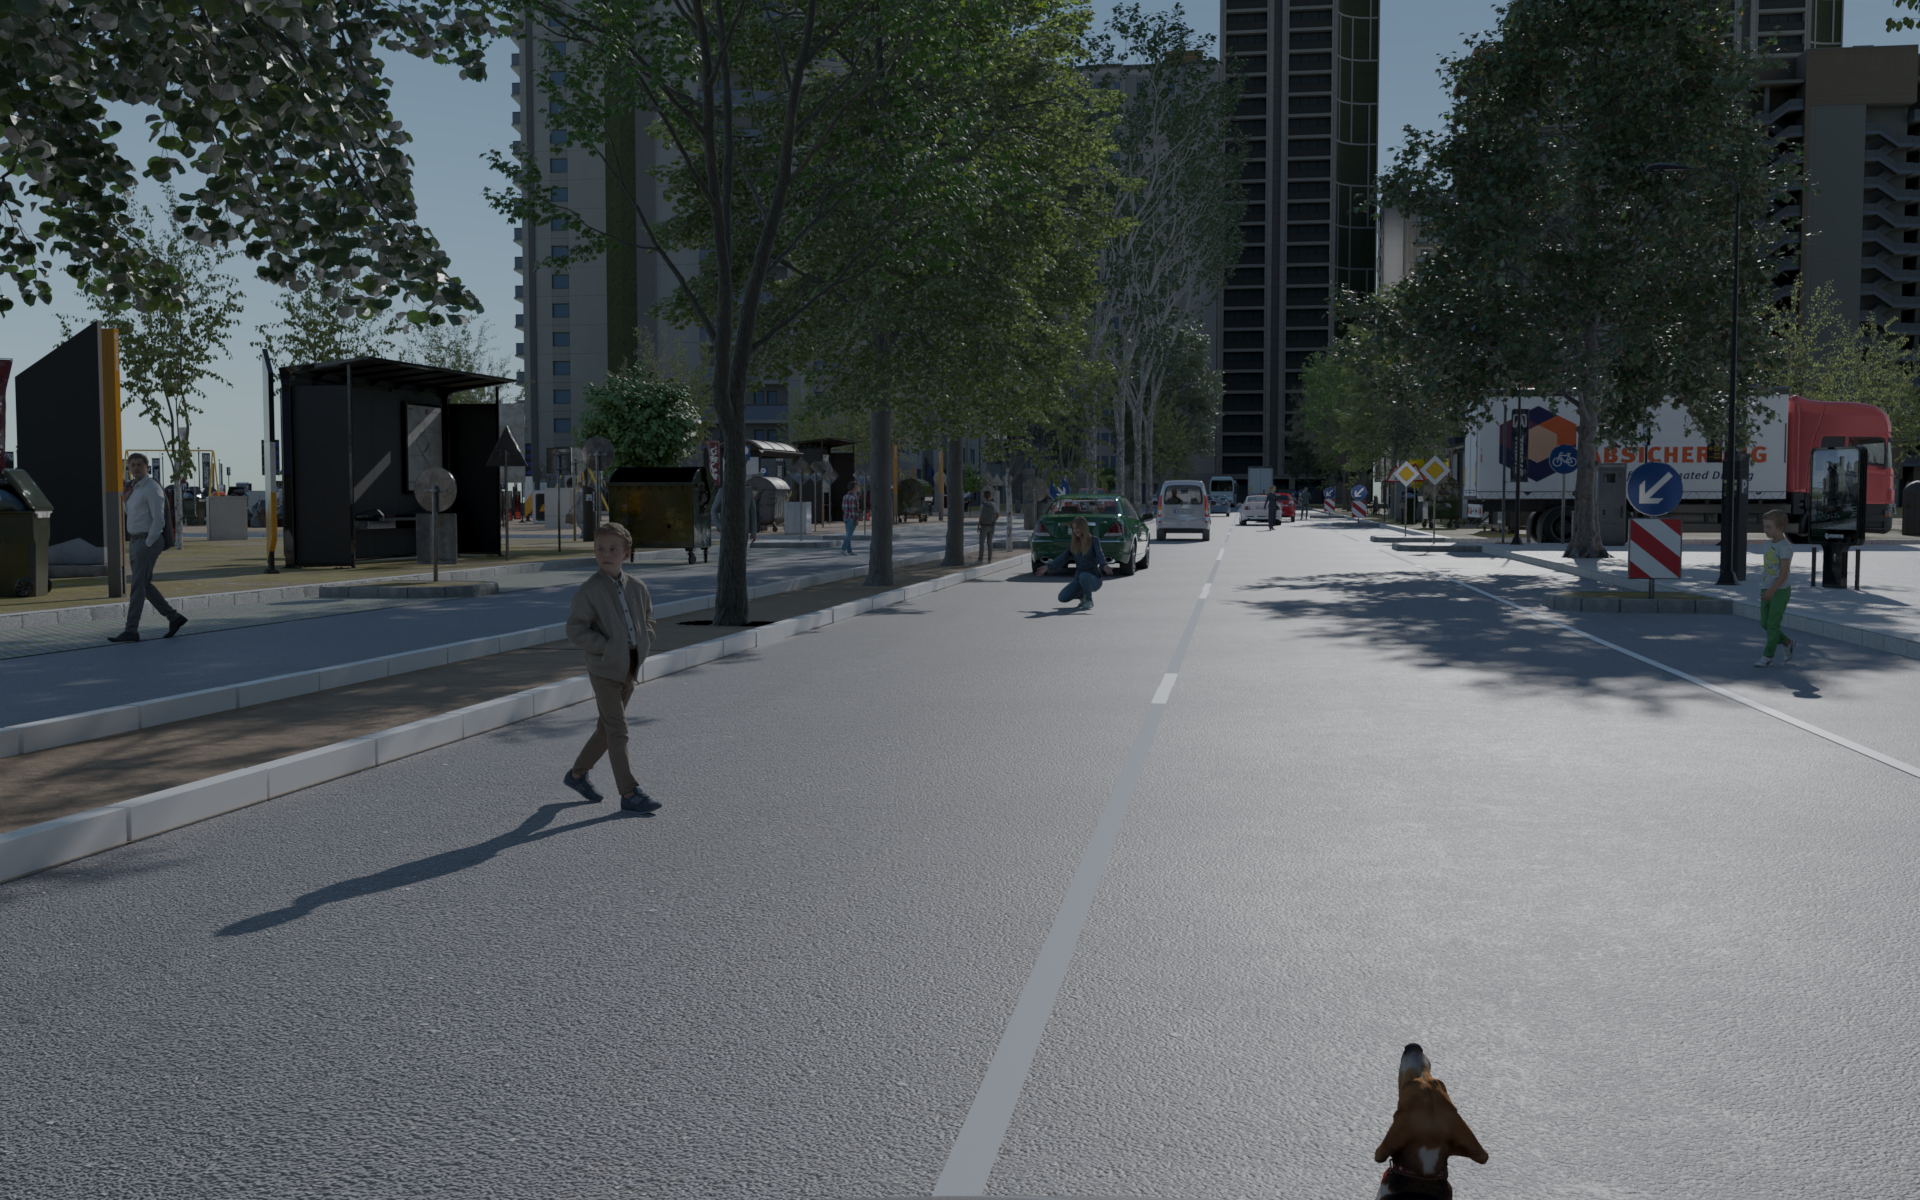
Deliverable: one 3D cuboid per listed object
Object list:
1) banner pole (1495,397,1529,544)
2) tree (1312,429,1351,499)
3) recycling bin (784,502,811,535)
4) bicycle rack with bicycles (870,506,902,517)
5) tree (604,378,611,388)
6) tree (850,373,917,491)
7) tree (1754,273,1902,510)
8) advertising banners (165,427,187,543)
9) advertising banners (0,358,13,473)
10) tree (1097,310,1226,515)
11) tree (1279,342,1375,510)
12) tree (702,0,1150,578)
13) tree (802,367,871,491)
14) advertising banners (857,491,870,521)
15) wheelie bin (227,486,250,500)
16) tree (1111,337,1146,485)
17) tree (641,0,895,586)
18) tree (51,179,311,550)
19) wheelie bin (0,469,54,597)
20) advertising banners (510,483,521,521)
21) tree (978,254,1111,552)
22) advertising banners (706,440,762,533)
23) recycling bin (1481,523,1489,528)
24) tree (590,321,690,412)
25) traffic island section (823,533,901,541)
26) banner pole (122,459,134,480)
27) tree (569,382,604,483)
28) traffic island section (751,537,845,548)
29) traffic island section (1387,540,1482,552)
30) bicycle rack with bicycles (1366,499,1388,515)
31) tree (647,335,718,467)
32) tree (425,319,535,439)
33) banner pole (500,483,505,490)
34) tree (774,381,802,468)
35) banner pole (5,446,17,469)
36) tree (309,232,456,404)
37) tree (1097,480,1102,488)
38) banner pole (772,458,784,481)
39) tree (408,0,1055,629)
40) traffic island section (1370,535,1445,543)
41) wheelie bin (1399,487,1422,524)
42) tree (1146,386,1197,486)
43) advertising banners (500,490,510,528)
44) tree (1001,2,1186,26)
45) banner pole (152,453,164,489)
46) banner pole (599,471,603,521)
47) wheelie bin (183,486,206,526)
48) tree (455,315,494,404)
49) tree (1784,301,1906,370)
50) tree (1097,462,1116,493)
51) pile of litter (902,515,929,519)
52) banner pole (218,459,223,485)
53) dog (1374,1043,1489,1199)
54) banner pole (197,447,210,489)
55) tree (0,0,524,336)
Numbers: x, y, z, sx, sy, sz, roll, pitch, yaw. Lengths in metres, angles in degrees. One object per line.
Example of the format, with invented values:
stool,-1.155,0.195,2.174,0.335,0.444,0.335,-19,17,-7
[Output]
banner pole,14.283,-3.346,44.727,0.863,3.779,0.401,0,4,-2
tree,34.247,-12.723,158.387,4.737,8.622,4.395,0,3,0
recycling bin,-5.166,-2.608,55.194,0.722,1.027,0.722,1,4,9
bicycle rack with bicycles,-4.163,-5.241,99.074,2.852,0.926,2.925,3,5,41
tree,-15.491,-8.603,91.018,4.737,8.622,4.395,0,3,0
tree,-3.598,-8.338,86.685,4.360,8.622,3.978,0,3,0
tree,28.354,-6.623,58.644,4.360,8.622,3.978,0,3,0
advertising banners,-20.853,-3.033,45.784,2.074,3.025,0.090,3,5,43
advertising banners,-13.005,-1.564,21.762,2.074,3.025,0.090,-3,5,-40
tree,13.801,-12.843,119.088,9.857,13.997,8.962,0,3,0
tree,30.825,-13.986,139.038,12.009,13.543,11.850,0,3,0
tree,-0.148,-6.970,34.541,7.486,12.596,7.792,0,3,0
tree,-5.491,-8.762,93.624,4.737,8.622,4.395,0,3,0
advertising banners,-4.425,-5.282,82.545,0.090,3.025,2.074,1,4,22
wheelie bin,-29.345,-3.822,70.401,0.693,1.594,0.980,3,5,44
tree,3.403,-6.227,54.637,4.737,8.622,4.395,0,3,0
tree,-1.275,-6.512,27.053,7.486,12.596,7.792,0,3,0
tree,-18.144,-5.451,39.488,4.737,8.622,4.395,0,3,0
wheelie bin,-11.819,-0.842,21.675,0.693,1.594,0.980,-1,4,-9
advertising banners,-21.597,-5.311,83.024,0.090,3.025,2.074,-3,5,-39
tree,1.215,-5.466,42.191,4.737,8.622,4.395,0,3,0
advertising banners,-7.375,-3.690,56.513,2.074,3.025,0.090,-3,4,-38
recycling bin,20.512,-3.295,66.425,0.722,1.027,0.722,-2,4,-24
tree,-13.245,-7.509,73.130,4.360,8.622,3.978,0,3,0
traffic island section,-3.034,-1.994,54.875,2.009,0.180,2.903,1,4,9
banner pole,-52.056,-7.250,108.557,0.863,3.779,0.401,0,4,-3
tree,-23.085,-9.786,110.358,4.737,8.622,4.395,0,3,0
traffic island section,-4.333,-1.512,46.996,2.009,0.180,2.903,1,4,9
traffic island section,12.136,-1.346,44.286,2.009,0.180,2.903,1,4,9
bicycle rack with bicycles,30.185,-6.582,120.996,2.925,0.926,2.852,0,4,0
tree,-12.286,-7.898,79.501,4.737,8.622,4.395,0,3,0
tree,-20.143,-7.435,71.931,4.360,8.622,3.978,0,3,0
banner pole,-32.119,-8.002,120.850,0.863,3.779,0.401,-2,4,-35
tree,-8.288,-9.257,101.710,4.737,8.622,4.395,0,3,0
banner pole,-48.845,-6.075,89.348,0.863,3.779,0.401,-3,5,-40
tree,-16.665,-5.822,45.558,4.737,8.622,4.395,0,3,0
tree,13.766,-10.968,173.931,1.663,3.219,1.824,0,3,0
banner pole,-9.533,-6.122,90.117,0.863,3.779,0.401,1,4,11
tree,-2.401,-5.513,18.358,9.928,11.665,9.643,0,3,0
traffic island section,13.435,-1.828,52.166,2.009,0.180,2.903,1,4,9
wheelie bin,19.201,-4.050,74.125,0.693,1.594,0.980,-1,4,-12
tree,13.214,-9.728,111.865,4.737,8.622,4.395,0,3,0
advertising banners,-17.515,-4.256,65.780,0.090,3.025,2.074,0,4,0
tree,3.749,-12.571,63.884,12.611,20.169,13.585,0,3,0
banner pole,-48.791,-7.065,105.528,0.863,3.779,0.401,-1,4,-9
banner pole,-16.808,-5.572,81.115,0.401,3.779,0.863,-1,4,-20
wheelie bin,-30.918,-3.793,69.930,0.693,1.594,0.980,0,4,6
tree,-19.802,-7.115,66.700,4.737,8.622,4.395,0,3,0
tree,35.913,-7.259,69.055,4.360,8.622,3.978,0,3,0
tree,16.792,-12.864,194.039,4.285,4.588,4.351,0,3,0
pile of litter,-2.380,-4.660,90.162,1.176,0.858,1.719,-1,4,-20
banner pole,-53.239,-8.243,124.786,0.401,3.779,0.863,0,4,-4
dog,0.720,1.050,3.034,0.748,0.427,0.550,-2,4,-33
banner pole,-40.311,-6.256,92.305,0.401,3.779,0.863,3,5,40
tree,-4.821,-5.984,6.955,9.857,13.997,8.962,0,3,0
